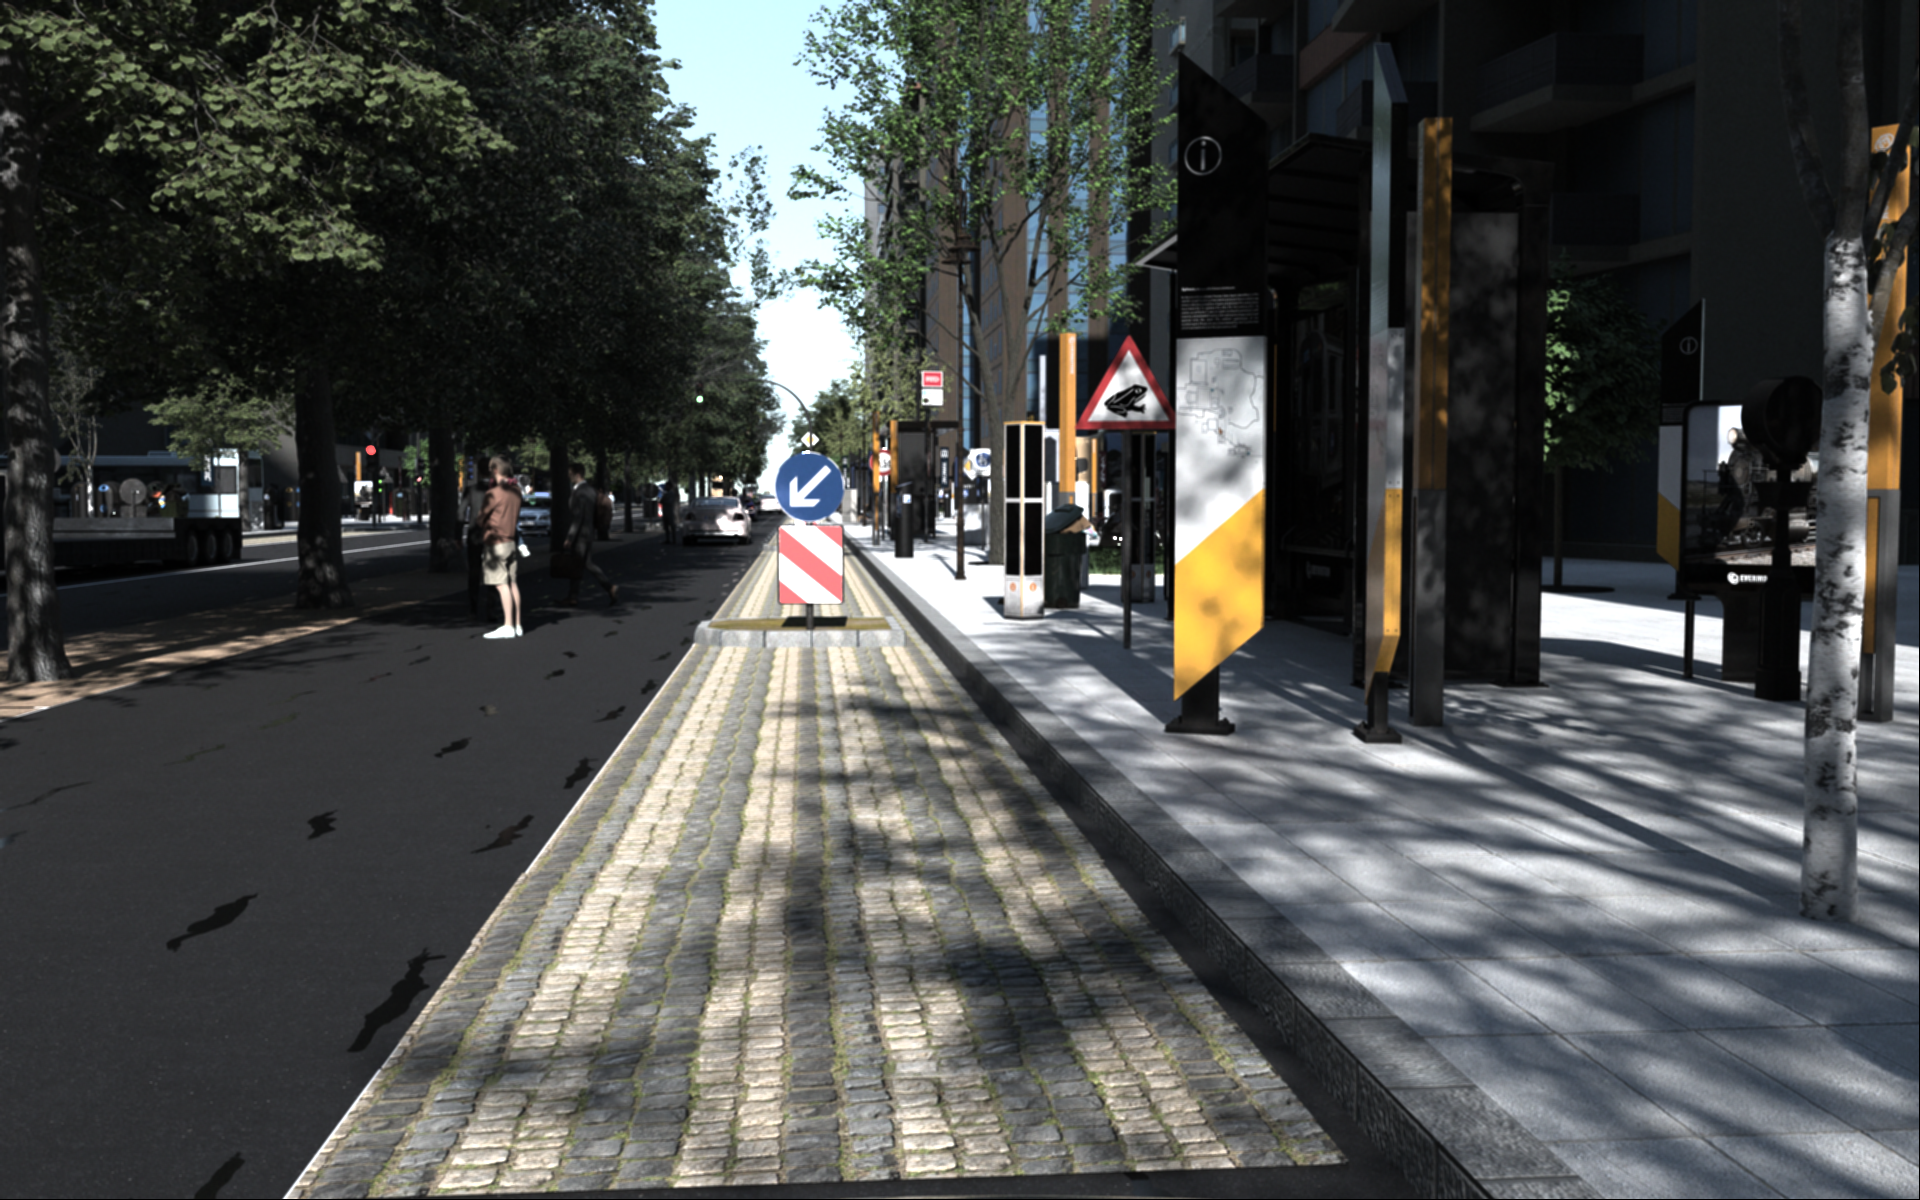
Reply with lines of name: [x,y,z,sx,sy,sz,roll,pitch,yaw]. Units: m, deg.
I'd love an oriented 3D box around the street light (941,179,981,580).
street light: [0.008,-3.245,25.838,0.468,5.910,1.993,0,4,-5]

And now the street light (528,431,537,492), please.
street light: [-29.484,-8.989,119.765,0.468,5.910,1.993,0,4,-5]

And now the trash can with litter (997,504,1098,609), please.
trash can with litter: [0.972,-0.484,19.297,1.055,1.170,0.624,-3,5,-40]

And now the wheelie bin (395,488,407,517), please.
wheelie bin: [-30.786,-5.359,95.532,0.693,1.594,0.980,-3,4,-38]

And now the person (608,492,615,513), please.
person: [-27.046,-7.580,134.240,0.589,1.601,0.330,0,4,-5]

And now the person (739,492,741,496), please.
person: [-38.807,-18.084,304.892,1.217,1.735,0.721,-3,5,-39]

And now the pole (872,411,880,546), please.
pole: [-2.076,-2.994,42.799,0.158,3.312,0.155,0,3,0]

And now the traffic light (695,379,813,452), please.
traffic light: [-8.019,-5.740,68.516,4.771,5.953,1.251,0,4,-5]

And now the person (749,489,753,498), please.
person: [-15.228,-7.174,125.801,0.388,1.821,0.555,-1,4,-20]

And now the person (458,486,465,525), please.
person: [-22.962,-4.314,79.137,0.767,1.812,0.694,3,5,42]

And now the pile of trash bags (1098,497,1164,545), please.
pile of trash bags: [4.738,-2.009,42.593,1.912,1.369,3.447,2,4,26]

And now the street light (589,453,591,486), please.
street light: [-32.472,-10.977,152.258,0.468,5.910,1.993,0,4,-5]

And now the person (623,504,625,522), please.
person: [-17.283,-4.708,89.748,0.394,1.301,0.425,-2,4,-32]

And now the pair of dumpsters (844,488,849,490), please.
pair of dumpsters: [-7.297,-6.879,114.960,1.574,2.255,4.437,0,4,-5]

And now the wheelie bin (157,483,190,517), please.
wheelie bin: [-23.140,-2.639,51.059,0.693,1.594,0.980,1,4,12]

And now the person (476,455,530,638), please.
person: [-4.602,-0.547,17.425,0.573,1.828,0.580,-2,4,-33]

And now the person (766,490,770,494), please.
person: [-19.388,-10.189,175.181,1.348,1.812,0.705,0,4,4]

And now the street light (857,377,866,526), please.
street light: [-3.803,-5.864,68.669,0.468,5.910,1.993,0,4,-5]

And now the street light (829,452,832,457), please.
street light: [-11.232,-10.929,151.482,0.468,5.910,1.993,0,4,-5]

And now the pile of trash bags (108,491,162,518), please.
pile of trash bags: [-25.046,-2.663,53.296,1.912,1.369,3.447,-1,4,-10]

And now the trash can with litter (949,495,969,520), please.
trash can with litter: [0.562,-4.648,87.054,2.233,1.210,1.678,0,4,-3]

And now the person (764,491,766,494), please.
person: [-22.687,-11.848,202.227,1.348,1.822,0.705,3,4,38]

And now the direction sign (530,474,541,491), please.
direction sign: [-33.337,-8.810,136.043,0.876,3.537,0.379,0,4,1]

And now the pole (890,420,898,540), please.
pole: [-1.820,-3.306,47.902,0.158,3.312,0.155,0,3,0]

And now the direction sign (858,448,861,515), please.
direction sign: [-4.925,-5.707,85.304,0.379,3.537,0.876,0,4,4]

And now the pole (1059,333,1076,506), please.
pole: [1.368,-1.725,22.044,0.158,3.312,0.155,0,3,0]

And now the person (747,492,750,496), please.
person: [-31.393,-15.105,256.168,1.217,1.736,0.721,-3,5,-44]

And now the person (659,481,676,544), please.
person: [-8.379,-2.496,49.489,0.511,1.800,0.466,2,4,27]

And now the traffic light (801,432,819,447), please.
traffic light: [-6.656,-5.375,76.797,0.839,4.253,0.868,0,4,-5]

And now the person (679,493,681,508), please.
person: [-29.386,-10.446,180.768,0.415,1.643,0.593,-3,4,-37]

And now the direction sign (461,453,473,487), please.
direction sign: [-27.041,-6.293,94.883,0.379,3.537,0.876,3,4,38]

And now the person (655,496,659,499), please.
person: [-31.521,-10.513,181.093,0.721,1.736,1.217,-3,5,-41]

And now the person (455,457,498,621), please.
person: [-5.402,-0.692,19.595,0.659,1.850,0.755,-1,4,-21]

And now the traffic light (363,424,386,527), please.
traffic light: [-22.786,-4.795,67.325,0.839,4.253,0.868,0,4,-5]

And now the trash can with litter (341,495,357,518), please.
trash can with litter: [-33.146,-5.102,94.483,2.233,1.210,1.678,0,4,1]

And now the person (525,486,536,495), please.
person: [-19.419,-4.277,78.673,0.600,1.795,0.529,3,4,38]

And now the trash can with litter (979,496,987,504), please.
trash can with litter: [1.413,-4.391,83.173,1.055,1.170,0.624,0,4,6]

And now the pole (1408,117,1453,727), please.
pole: [2.588,-0.959,9.530,0.158,3.312,0.155,0,3,0]

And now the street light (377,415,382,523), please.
street light: [-25.687,-6.341,76.469,0.468,5.910,1.993,0,4,-5]

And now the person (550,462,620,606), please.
person: [-4.779,-0.832,22.066,0.822,1.834,0.622,0,4,-3]

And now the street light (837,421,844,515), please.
street light: [-7.405,-8.260,107.842,0.468,5.910,1.993,0,4,-5]

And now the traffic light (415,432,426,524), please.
traffic light: [-21.423,-6.167,75.499,4.771,5.953,1.251,0,4,-5]

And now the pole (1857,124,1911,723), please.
pole: [5.171,-0.971,9.717,0.158,3.312,0.155,0,3,0]

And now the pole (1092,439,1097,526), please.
pole: [4.958,-4.282,63.860,0.158,3.312,0.155,0,3,0]

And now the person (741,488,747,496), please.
person: [-14.537,-6.599,116.408,0.388,1.821,0.555,2,4,24]

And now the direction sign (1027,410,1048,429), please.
direction sign: [2.099,-3.376,47.203,0.379,3.537,0.876,-3,4,-37]
